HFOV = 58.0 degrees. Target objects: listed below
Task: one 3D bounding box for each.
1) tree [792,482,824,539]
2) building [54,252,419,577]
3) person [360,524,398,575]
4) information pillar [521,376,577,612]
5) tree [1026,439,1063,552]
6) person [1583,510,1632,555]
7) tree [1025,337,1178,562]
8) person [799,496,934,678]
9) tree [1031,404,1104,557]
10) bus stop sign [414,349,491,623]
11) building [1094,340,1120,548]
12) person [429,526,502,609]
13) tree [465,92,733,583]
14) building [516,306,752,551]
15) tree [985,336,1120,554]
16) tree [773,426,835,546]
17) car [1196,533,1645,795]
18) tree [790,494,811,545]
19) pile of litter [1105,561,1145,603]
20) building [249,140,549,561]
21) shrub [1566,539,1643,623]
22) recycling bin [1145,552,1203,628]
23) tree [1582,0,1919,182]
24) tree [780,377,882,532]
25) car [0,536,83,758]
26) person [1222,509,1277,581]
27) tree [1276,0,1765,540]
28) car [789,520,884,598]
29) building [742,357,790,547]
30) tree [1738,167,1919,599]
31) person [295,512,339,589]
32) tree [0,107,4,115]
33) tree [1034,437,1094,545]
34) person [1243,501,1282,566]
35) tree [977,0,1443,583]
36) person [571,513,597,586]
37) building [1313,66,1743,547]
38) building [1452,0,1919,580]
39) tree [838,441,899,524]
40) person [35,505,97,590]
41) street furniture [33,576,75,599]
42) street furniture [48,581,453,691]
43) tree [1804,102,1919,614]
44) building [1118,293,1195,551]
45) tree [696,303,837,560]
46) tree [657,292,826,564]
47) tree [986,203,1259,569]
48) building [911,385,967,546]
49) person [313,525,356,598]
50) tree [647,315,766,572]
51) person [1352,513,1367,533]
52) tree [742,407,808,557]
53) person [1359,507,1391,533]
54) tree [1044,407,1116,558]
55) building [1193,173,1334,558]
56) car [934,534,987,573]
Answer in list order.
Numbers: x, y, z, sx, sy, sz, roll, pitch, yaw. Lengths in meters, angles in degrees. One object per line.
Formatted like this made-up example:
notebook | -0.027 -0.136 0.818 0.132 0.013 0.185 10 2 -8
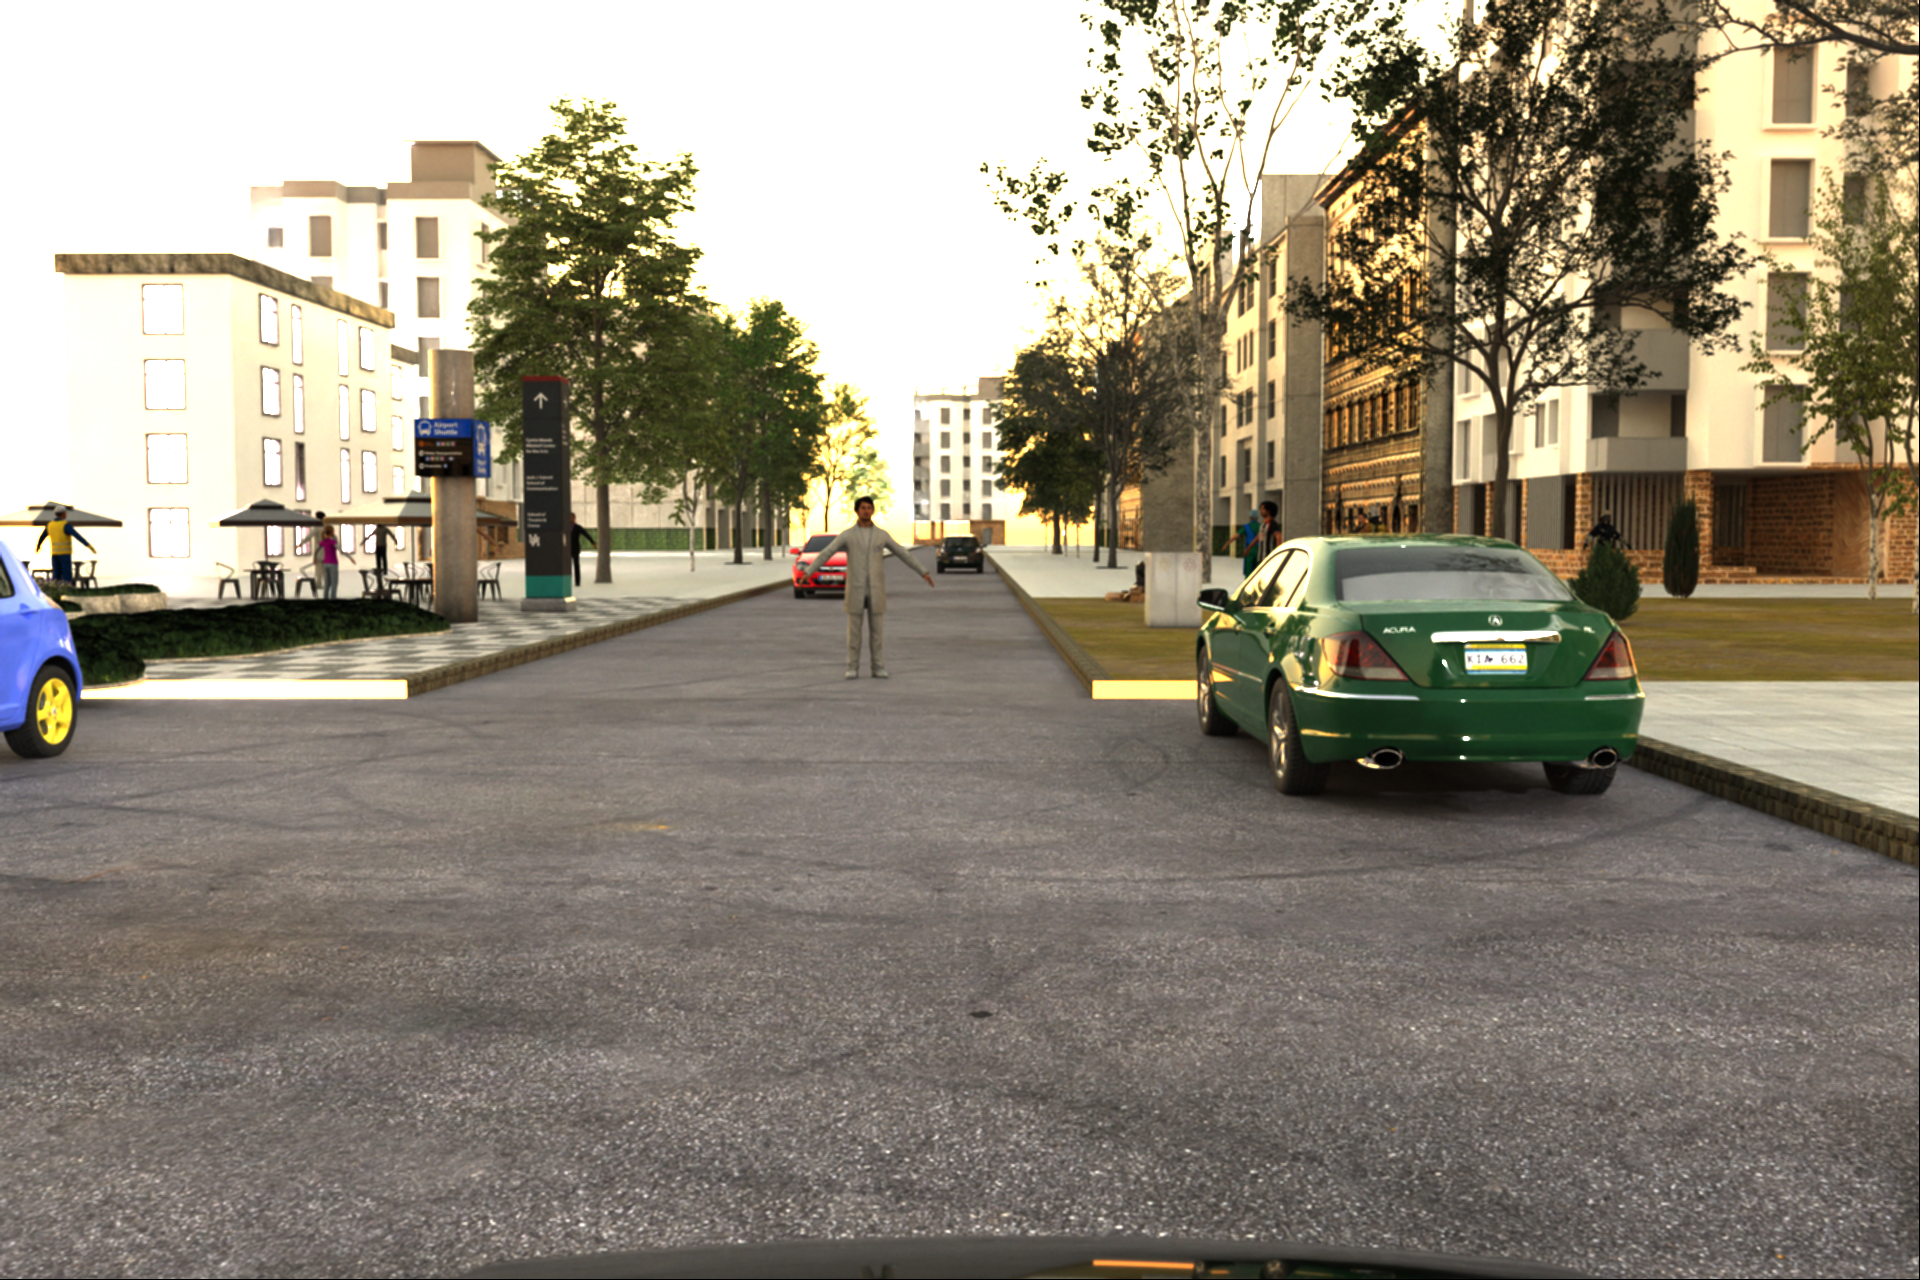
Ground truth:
tree | -18.412 -16.075 213.186 4.360 8.622 3.978 0 3 0
building | -25.949 -7.569 65.898 9.099 9.664 28.070 0 4 1
person | -18.218 -2.955 54.450 1.348 1.813 0.705 1 4 16
information pillar | -6.835 -2.405 28.696 0.750 3.857 0.750 0 4 0
tree | 5.837 -10.497 121.987 4.360 8.622 3.978 0 3 0
person | 15.444 -2.181 41.438 1.354 1.856 0.705 -1 4 -18
tree | 6.616 -8.886 79.692 7.601 10.594 8.767 -1 4 -16
person | -0.940 -0.527 17.260 1.347 1.806 0.705 -1 4 -11
tree | 6.221 -9.024 97.911 4.737 8.622 4.395 0 3 0
bus stop sign | -7.316 -2.202 25.027 0.837 3.901 0.837 0 4 2
building | 22.355 -18.346 166.420 16.747 18.905 31.486 0 4 0
person | -8.447 -1.395 29.615 1.217 1.733 0.721 -1 4 -10
tree | -9.693 -7.797 45.607 7.486 12.596 7.792 0 3 0
building | -28.364 -17.340 149.962 16.747 18.905 31.486 0 3 0
tree | 6.192 -12.448 110.176 9.857 13.997 8.962 0 3 0
tree | -9.147 -9.419 104.357 4.360 8.622 3.978 0 3 0
car | 2.650 0.052 10.952 2.131 1.459 4.920 0 4 -1
tree | -19.496 -15.688 206.861 4.360 8.622 3.978 0 3 0
pile of litter | 3.347 -1.166 33.034 1.176 0.858 1.719 0 4 0
building | -28.030 -13.954 84.573 16.016 20.090 11.380 0 4 0
shrub | 9.125 -0.819 24.504 1.383 1.207 1.383 0 3 0
recycling bin | 2.949 -0.697 23.957 0.722 1.027 0.722 0 4 0
tree | 9.232 -6.223 12.119 12.009 13.543 11.850 0 3 0
tree | -8.754 -11.536 114.362 9.928 11.665 9.643 0 3 0
car | -6.642 -0.015 9.837 1.945 1.707 3.694 0 3 0
person | 6.377 -1.930 37.674 1.347 1.817 0.704 0 4 -6
tree | 8.469 -5.606 26.078 7.601 10.594 8.767 -1 4 -10
car | -2.815 -1.893 39.999 2.155 1.783 4.494 0 3 0
building | -27.919 -19.323 182.390 16.747 18.905 31.486 0 4 0
tree | 17.753 -5.104 33.819 4.737 8.622 4.395 0 3 0
person | -14.977 -2.101 40.536 0.705 1.806 1.347 2 4 23
tree | -12.221 -4.835 13.465 8.767 10.594 7.601 -2 4 -30
tree | 12.945 -18.603 210.814 9.857 13.997 8.962 0 3 0
person | 5.017 -1.363 28.436 0.704 1.843 1.345 -1 4 -14
tree | 6.917 -11.627 45.987 12.611 20.169 13.585 0 3 0
person | -9.603 -2.240 42.856 1.346 1.802 0.704 1 4 10
building | 25.442 -14.538 68.620 19.493 23.208 18.063 0 4 1
building | 21.784 -12.256 56.803 16.016 20.090 11.380 0 4 0
tree | -11.206 -17.975 212.013 7.486 12.596 7.792 0 3 0
person | -17.121 -1.657 33.056 1.349 1.833 0.705 1 4 14
street furniture | -16.759 -1.191 26.322 11.010 1.723 9.812 -3 5 -40
street furniture | -9.344 -0.196 18.831 5.734 0.657 10.072 0 4 7
tree | 15.256 -4.736 27.789 4.360 8.622 3.978 0 3 0
building | 22.690 -18.718 136.960 19.493 23.208 18.063 0 3 0
tree | -9.683 -10.201 84.905 7.486 12.596 7.792 0 3 0
tree | -9.331 -9.051 73.739 9.928 11.665 9.643 0 3 0
tree | 5.820 -9.410 64.229 12.009 13.543 11.850 0 3 0
building | -5.677 -21.608 212.168 11.380 20.090 16.016 0 4 4
person | -10.709 -1.244 29.600 0.991 1.433 0.599 2 4 28
tree | -9.036 -6.664 59.314 4.737 8.622 4.395 0 3 0
person | 10.005 -2.265 43.176 0.704 1.812 1.346 -2 4 -29
tree | -9.854 -8.816 94.509 4.737 8.622 4.395 0 3 0
person | 8.683 -1.878 36.468 1.354 1.858 0.705 -2 4 -24
tree | 6.237 -8.577 90.592 4.737 8.622 4.395 0 3 0
building | 23.119 -13.897 93.669 16.747 18.905 31.486 0 4 0
car | 0.019 -3.358 64.695 2.009 1.686 4.222 0 4 1
